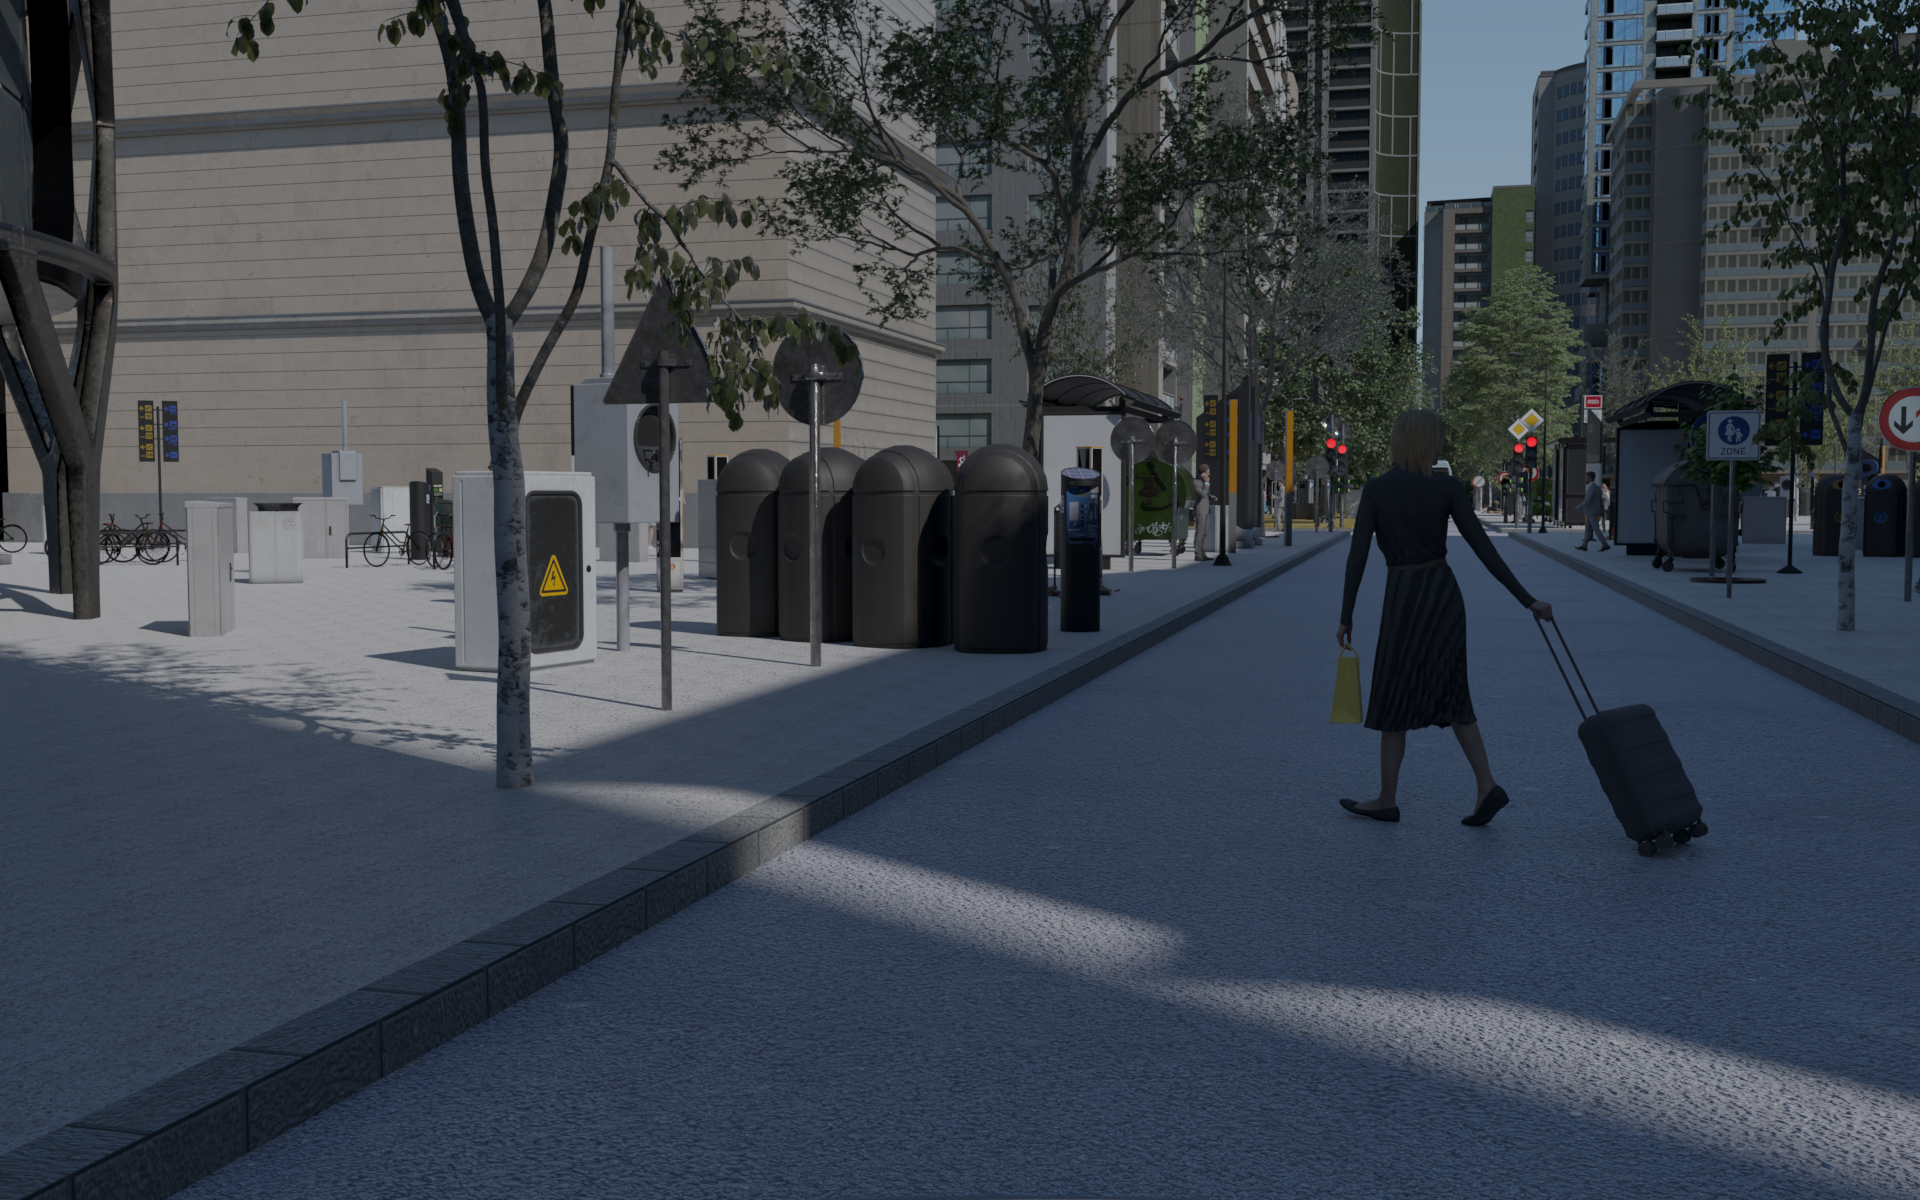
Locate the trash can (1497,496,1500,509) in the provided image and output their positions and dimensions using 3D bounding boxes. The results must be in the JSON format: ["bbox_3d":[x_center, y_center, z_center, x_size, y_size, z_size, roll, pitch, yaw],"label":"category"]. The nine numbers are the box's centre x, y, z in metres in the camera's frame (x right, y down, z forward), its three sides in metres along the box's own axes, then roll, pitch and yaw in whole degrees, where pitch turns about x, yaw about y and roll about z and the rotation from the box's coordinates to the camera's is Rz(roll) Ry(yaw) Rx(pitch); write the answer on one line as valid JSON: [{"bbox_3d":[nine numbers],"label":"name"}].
[{"bbox_3d":[37.175,-6.556,118.838,0.748,1.137,0.748,0,3,0],"label":"trash can"}]

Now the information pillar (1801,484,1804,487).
[{"bbox_3d":[59.389,-7.186,121.982,0.304,2.012,0.304,3,5,42],"label":"information pillar"}]

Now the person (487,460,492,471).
[{"bbox_3d":[-6.150,-1.005,22.954,0.782,1.767,0.515,0,4,1],"label":"person"}]

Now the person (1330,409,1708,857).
[{"bbox_3d":[2.273,0.088,7.282,1.509,1.804,0.699,3,5,44],"label":"person"}]

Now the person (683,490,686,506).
[{"bbox_3d":[-5.790,-1.781,35.364,0.606,1.804,0.583,2,4,28],"label":"person"}]

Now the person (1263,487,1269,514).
[{"bbox_3d":[19.227,-6.272,109.419,0.643,1.720,0.563,1,4,19],"label":"person"}]

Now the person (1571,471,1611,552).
[{"bbox_3d":[14.148,-1.982,38.723,0.850,1.792,0.678,3,4,38],"label":"person"}]

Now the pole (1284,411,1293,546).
[{"bbox_3d":[8.056,-2.973,42.457,0.158,3.312,0.155,0,3,0],"label":"pole"}]

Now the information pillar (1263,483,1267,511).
[{"bbox_3d":[20.237,-6.730,114.530,0.304,2.012,0.304,-1,4,-22],"label":"information pillar"}]

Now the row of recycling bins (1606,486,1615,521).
[{"bbox_3d":[32.890,-4.652,83.172,3.534,1.692,1.069,2,4,27],"label":"row of recycling bins"}]

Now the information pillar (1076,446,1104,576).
[{"bbox_3d":[2.001,-1.363,26.772,0.304,2.012,0.304,3,5,43],"label":"information pillar"}]

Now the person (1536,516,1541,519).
[{"bbox_3d":[29.331,-5.041,88.304,0.795,1.843,0.661,3,5,41],"label":"person"}]

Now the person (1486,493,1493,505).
[{"bbox_3d":[63.372,-12.253,207.089,1.217,1.736,0.721,-2,4,-28],"label":"person"}]

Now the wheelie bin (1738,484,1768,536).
[{"bbox_3d":[24.069,-2.731,52.563,0.693,1.594,0.980,-2,4,-29],"label":"wheelie bin"}]

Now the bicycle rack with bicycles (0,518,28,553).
[{"bbox_3d":[-21.730,-1.462,37.280,2.925,0.926,2.852,-2,4,-26],"label":"bicycle rack with bicycles"}]

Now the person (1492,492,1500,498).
[{"bbox_3d":[55.840,-10.620,179.672,0.705,1.826,1.348,-2,4,-34],"label":"person"}]

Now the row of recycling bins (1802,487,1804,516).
[{"bbox_3d":[50.530,-5.805,102.017,3.534,1.692,1.069,-2,4,-28],"label":"row of recycling bins"}]

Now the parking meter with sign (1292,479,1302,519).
[{"bbox_3d":[17.527,-5.597,87.765,1.738,3.016,0.543,3,5,45],"label":"parking meter with sign"}]

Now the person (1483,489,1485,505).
[{"bbox_3d":[58.084,-11.383,192.296,0.705,1.807,1.348,2,4,32],"label":"person"}]

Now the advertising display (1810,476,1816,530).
[{"bbox_3d":[30.969,-3.528,62.905,0.123,1.923,0.974,2,4,28],"label":"advertising display"}]

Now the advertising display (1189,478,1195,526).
[{"bbox_3d":[9.142,-3.892,68.844,0.974,1.923,0.123,-1,4,-19],"label":"advertising display"}]

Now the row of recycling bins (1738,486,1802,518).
[{"bbox_3d":[44.574,-5.446,96.152,3.534,1.692,1.069,2,4,28],"label":"row of recycling bins"}]

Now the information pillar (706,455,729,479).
[{"bbox_3d":[-4.571,-1.726,32.712,0.304,2.012,0.304,-3,5,-40],"label":"information pillar"}]

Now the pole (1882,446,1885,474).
[{"bbox_3d":[38.849,-4.844,73.039,0.158,3.312,0.155,0,3,0],"label":"pole"}]

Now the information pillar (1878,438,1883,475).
[{"bbox_3d":[38.247,-4.932,71.995,0.183,3.616,0.504,2,4,35],"label":"information pillar"}]

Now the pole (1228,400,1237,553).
[{"bbox_3d":[5.906,-2.670,37.505,0.158,3.312,0.155,0,3,0],"label":"pole"}]

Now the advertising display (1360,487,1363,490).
[{"bbox_3d":[23.764,-5.878,101.311,0.123,1.923,0.974,-2,4,-32],"label":"advertising display"}]

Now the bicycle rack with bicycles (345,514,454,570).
[{"bbox_3d":[-9.329,-1.055,30.630,2.852,0.926,2.925,1,4,19],"label":"bicycle rack with bicycles"}]

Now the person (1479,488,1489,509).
[{"bbox_3d":[45.263,-8.812,150.147,1.348,1.821,0.705,0,4,-1],"label":"person"}]

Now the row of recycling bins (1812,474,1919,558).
[{"bbox_3d":[19.222,-1.715,35.161,3.534,1.692,1.069,3,5,41],"label":"row of recycling bins"}]

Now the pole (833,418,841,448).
[{"bbox_3d":[-2.859,-2.846,40.371,0.158,3.312,0.155,0,3,0],"label":"pole"}]

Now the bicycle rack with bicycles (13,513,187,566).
[{"bbox_3d":[-15.270,-1.128,31.833,2.925,0.926,2.852,-1,4,-11],"label":"bicycle rack with bicycles"}]

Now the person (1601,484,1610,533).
[{"bbox_3d":[22.779,-3.198,60.965,0.592,1.802,0.473,1,4,14],"label":"person"}]

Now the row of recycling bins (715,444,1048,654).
[{"bbox_3d":[-0.761,-0.482,14.998,3.534,1.692,1.069,3,4,37],"label":"row of recycling bins"}]

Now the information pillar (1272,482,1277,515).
[{"bbox_3d":[18.673,-6.018,102.888,0.304,2.012,0.304,1,4,8],"label":"information pillar"}]

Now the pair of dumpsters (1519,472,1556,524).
[{"bbox_3d":[25.719,-4.545,76.812,1.574,2.255,4.437,1,4,15],"label":"pair of dumpsters"}]

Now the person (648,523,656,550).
[{"bbox_3d":[-7.195,-2.018,40.046,0.512,1.701,0.522,1,4,13],"label":"person"}]

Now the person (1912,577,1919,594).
[{"bbox_3d":[12.342,-0.932,21.636,0.721,1.781,0.623,0,4,0],"label":"person"}]

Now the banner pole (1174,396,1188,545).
[{"bbox_3d":[5.528,-3.294,43.882,0.401,3.779,0.863,2,4,23],"label":"banner pole"}]

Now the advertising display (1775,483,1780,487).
[{"bbox_3d":[47.842,-5.871,101.198,0.123,1.923,0.974,0,4,2],"label":"advertising display"}]

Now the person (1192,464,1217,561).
[{"bbox_3d":[4.705,-1.673,33.204,0.447,1.846,0.655,2,4,24],"label":"person"}]

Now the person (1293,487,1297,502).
[{"bbox_3d":[23.266,-6.996,120.641,0.699,1.804,1.509,1,4,18],"label":"person"}]

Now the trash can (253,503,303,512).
[{"bbox_3d":[-11.041,-1.004,28.074,0.748,1.137,0.748,0,3,0],"label":"trash can"}]

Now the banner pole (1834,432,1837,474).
[{"bbox_3d":[32.642,-4.563,64.619,0.401,3.779,0.863,2,4,28],"label":"banner pole"}]

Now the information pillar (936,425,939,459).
[{"bbox_3d":[-0.764,-4.145,59.130,0.183,3.616,0.504,0,4,-6],"label":"information pillar"}]

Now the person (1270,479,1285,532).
[{"bbox_3d":[10.818,-3.209,58.717,0.583,1.804,0.606,1,4,13],"label":"person"}]

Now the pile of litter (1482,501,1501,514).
[{"bbox_3d":[35.281,-6.135,114.274,1.176,0.858,1.719,-3,5,-43],"label":"pile of litter"}]

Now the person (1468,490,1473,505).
[{"bbox_3d":[50.298,-10.002,170.372,0.742,1.727,0.445,-3,5,-44],"label":"person"}]

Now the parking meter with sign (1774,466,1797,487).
[{"bbox_3d":[52.037,-6.947,109.850,0.543,3.016,1.738,-3,5,-41],"label":"parking meter with sign"}]

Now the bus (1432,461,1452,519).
[{"bbox_3d":[27.600,-6.551,101.962,2.948,3.499,13.247,1,4,16],"label":"bus"}]

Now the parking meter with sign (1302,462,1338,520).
[{"bbox_3d":[17.857,-5.452,85.405,0.543,3.016,1.738,-3,4,-38],"label":"parking meter with sign"}]

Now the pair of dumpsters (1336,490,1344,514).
[{"bbox_3d":[24.961,-6.941,115.976,1.574,2.255,4.437,1,4,15],"label":"pair of dumpsters"}]
